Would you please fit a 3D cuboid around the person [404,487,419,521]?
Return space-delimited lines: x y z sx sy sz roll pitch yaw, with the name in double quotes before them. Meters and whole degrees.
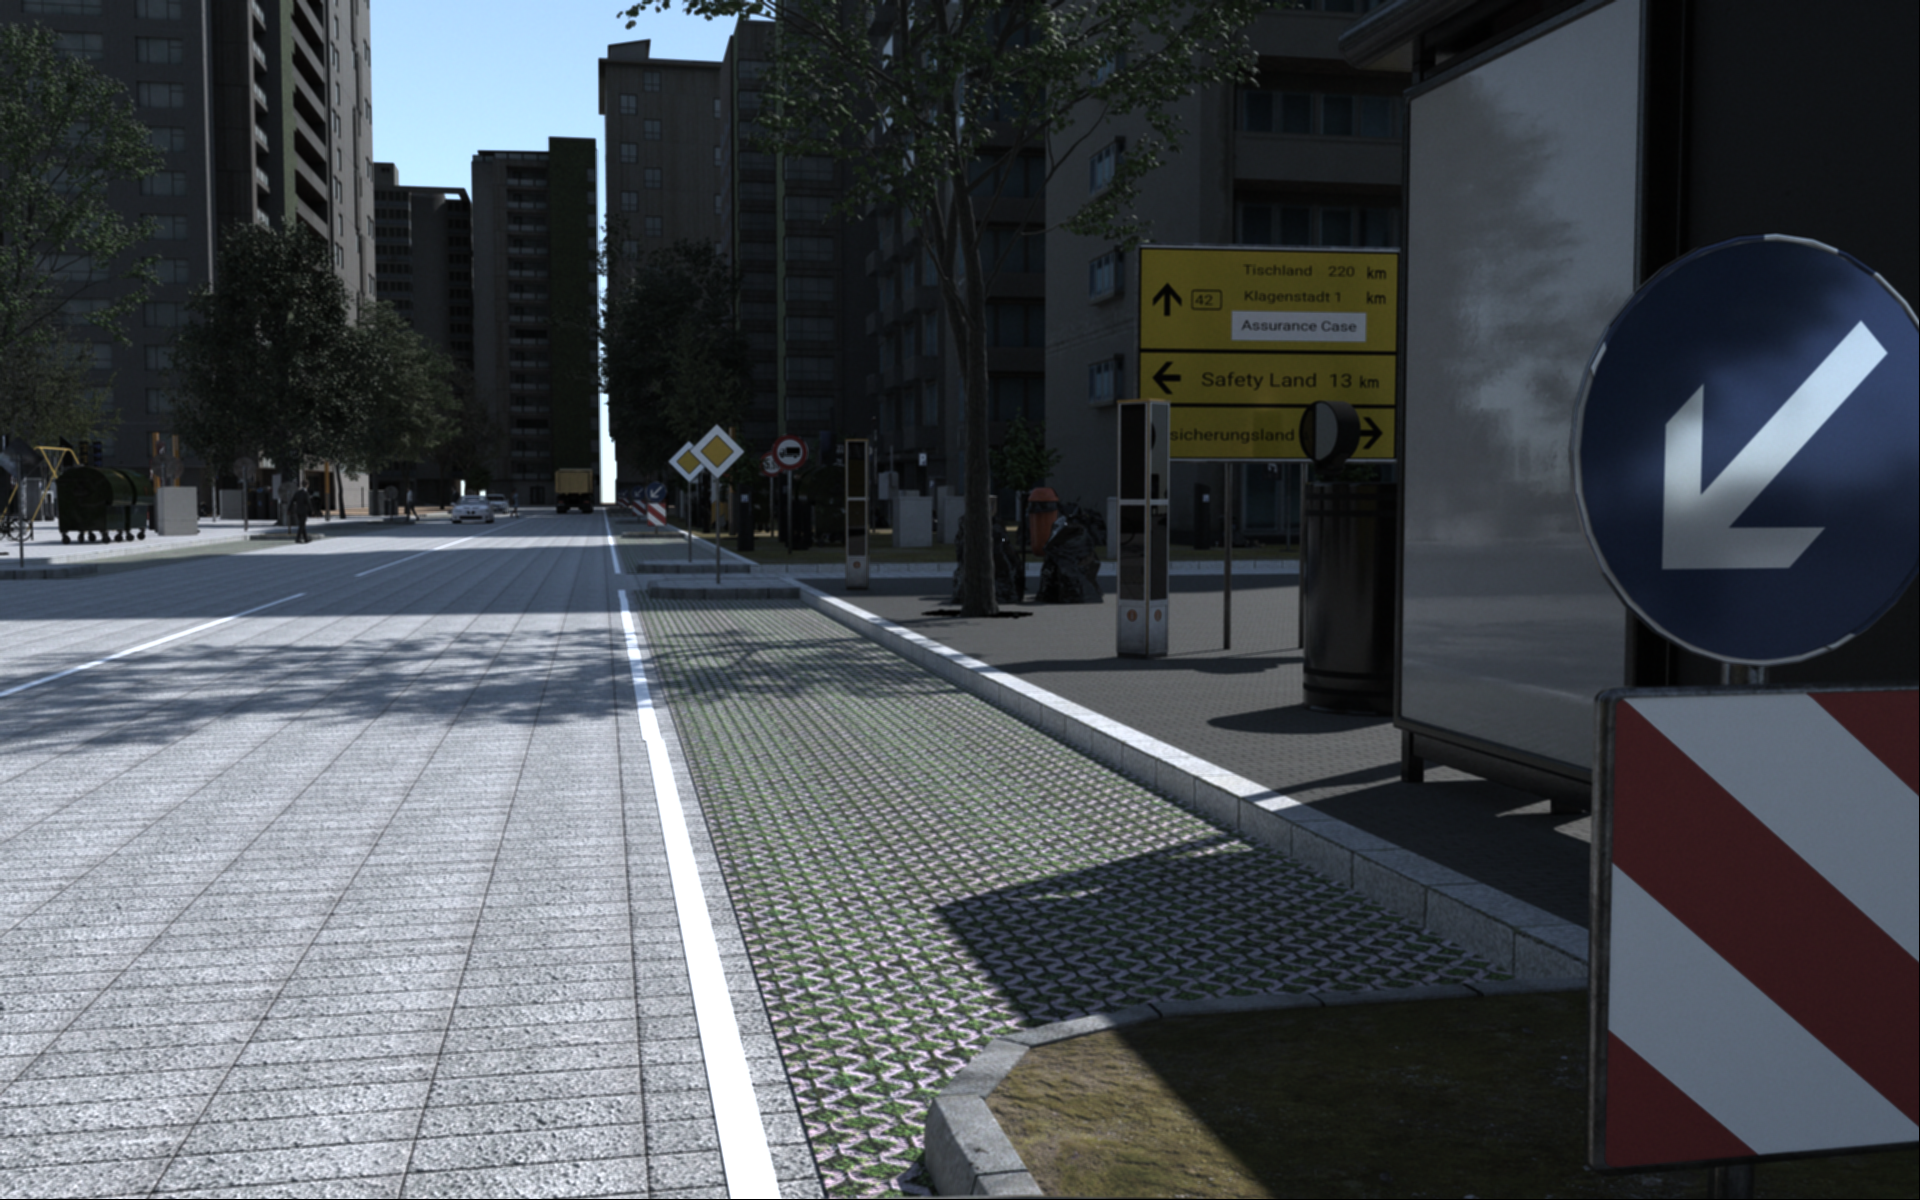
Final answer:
"person" -28.910 -5.058 91.297 0.850 1.850 0.679 1 4 16

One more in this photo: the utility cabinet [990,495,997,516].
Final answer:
"utility cabinet" 0.896 -3.221 63.818 1.020 1.237 0.306 -3 4 -39

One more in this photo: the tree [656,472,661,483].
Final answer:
"tree" -23.460 -8.648 135.989 1.663 3.219 1.824 0 3 0

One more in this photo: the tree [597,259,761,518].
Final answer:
"tree" -15.142 -11.442 93.731 9.857 13.997 8.962 0 3 0

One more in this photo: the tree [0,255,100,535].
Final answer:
"tree" -29.259 -6.344 54.086 4.360 8.622 3.978 0 3 0

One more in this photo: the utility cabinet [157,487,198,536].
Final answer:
"utility cabinet" -24.032 -2.722 53.176 0.318 1.500 1.173 2 4 30

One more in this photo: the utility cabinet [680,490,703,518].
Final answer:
"utility cabinet" -14.034 -5.003 90.473 1.173 1.500 0.318 -3 4 -38

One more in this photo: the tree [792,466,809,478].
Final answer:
"tree" -9.419 -6.650 103.323 1.663 3.219 1.824 0 3 0

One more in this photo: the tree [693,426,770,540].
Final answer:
"tree" -6.372 -3.336 49.151 1.663 3.219 1.824 0 3 0

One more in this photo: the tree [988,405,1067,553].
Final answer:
"tree" 1.232 -2.650 37.930 1.663 3.219 1.824 0 3 0

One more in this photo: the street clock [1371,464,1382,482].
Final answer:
"street clock" 9.996 -2.281 41.860 0.358 2.002 0.471 0 4 -6

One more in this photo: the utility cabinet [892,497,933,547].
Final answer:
"utility cabinet" -1.157 -1.885 41.979 1.020 1.237 0.306 -3 4 -38

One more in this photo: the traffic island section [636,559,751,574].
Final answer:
"traffic island section" -5.059 -0.631 32.603 2.009 0.180 2.903 -1 4 -12

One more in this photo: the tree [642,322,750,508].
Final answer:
"tree" -11.026 -7.509 73.133 4.737 8.622 4.395 0 3 0

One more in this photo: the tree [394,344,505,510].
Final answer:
"tree" -42.436 -14.152 141.750 12.009 13.543 11.850 0 3 0

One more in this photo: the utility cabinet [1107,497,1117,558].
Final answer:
"utility cabinet" 3.451 -1.431 34.556 1.020 1.237 0.306 1 4 13

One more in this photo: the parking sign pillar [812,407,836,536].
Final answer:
"parking sign pillar" -4.013 -3.946 52.989 1.447 3.967 1.447 0 4 -7

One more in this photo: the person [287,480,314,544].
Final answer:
"person" -19.032 -2.567 50.250 0.659 1.850 0.755 2 4 27

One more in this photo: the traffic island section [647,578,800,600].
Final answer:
"traffic island section" -3.437 -0.153 24.784 2.009 0.180 2.903 -1 4 -12

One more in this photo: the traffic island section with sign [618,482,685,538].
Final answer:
"traffic island section with sign" -10.093 -2.948 56.833 1.989 1.847 2.006 -1 4 -12

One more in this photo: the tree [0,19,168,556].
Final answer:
"tree" -20.618 -6.750 36.113 9.928 11.665 9.643 0 3 0

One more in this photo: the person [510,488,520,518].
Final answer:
"person" -26.697 -5.816 103.693 0.778 1.811 0.616 2 4 31

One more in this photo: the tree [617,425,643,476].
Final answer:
"tree" -27.962 -12.428 153.556 4.737 8.622 4.395 0 3 0

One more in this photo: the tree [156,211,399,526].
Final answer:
"tree" -27.735 -9.403 70.749 9.611 12.733 9.660 0 3 0

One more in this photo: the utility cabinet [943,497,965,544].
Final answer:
"utility cabinet" 0.081 -2.061 44.867 1.020 1.237 0.306 0 4 -4

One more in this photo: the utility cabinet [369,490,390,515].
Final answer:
"utility cabinet" -34.350 -5.738 102.493 1.173 1.500 0.318 0 4 -3

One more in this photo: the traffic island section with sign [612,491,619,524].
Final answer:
"traffic island section with sign" -15.560 -4.563 83.230 1.989 1.847 2.006 -1 4 -12

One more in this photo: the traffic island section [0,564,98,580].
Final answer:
"traffic island section" -16.410 -0.488 30.263 2.009 0.180 2.903 -1 4 -12

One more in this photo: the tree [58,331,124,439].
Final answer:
"tree" -40.783 -7.890 79.358 4.737 8.622 4.395 0 3 0

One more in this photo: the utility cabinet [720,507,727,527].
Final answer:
"utility cabinet" -8.746 -3.541 66.572 1.173 1.500 0.318 -2 4 -25

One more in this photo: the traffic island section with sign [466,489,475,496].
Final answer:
"traffic island section with sign" -36.932 -7.474 130.825 1.989 1.847 2.006 -1 4 -12

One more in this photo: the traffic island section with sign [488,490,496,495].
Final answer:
"traffic island section with sign" -42.481 -9.104 157.485 1.989 1.847 2.006 -1 4 -12

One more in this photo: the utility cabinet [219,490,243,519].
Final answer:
"utility cabinet" -36.801 -4.826 87.585 0.318 1.500 1.173 3 5 43

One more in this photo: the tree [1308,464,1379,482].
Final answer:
"tree" 8.805 -2.721 39.087 1.663 3.219 1.824 0 3 0

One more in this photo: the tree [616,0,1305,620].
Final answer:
"tree" 0.028 -5.635 17.882 9.928 11.665 9.643 0 3 0

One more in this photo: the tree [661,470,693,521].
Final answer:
"tree" -12.657 -5.310 81.414 1.663 3.219 1.824 0 3 0

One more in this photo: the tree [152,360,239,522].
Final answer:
"tree" -34.562 -7.896 79.460 4.360 8.622 3.978 0 3 0

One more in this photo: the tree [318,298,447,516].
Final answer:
"tree" -33.825 -11.160 100.592 7.486 12.596 7.792 0 3 0

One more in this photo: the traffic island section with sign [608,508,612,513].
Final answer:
"traffic island section with sign" -25.721 -7.561 132.247 1.989 1.847 2.006 -1 4 -12

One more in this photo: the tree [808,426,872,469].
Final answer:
"tree" -5.730 -6.089 83.271 4.285 4.588 4.351 0 3 0

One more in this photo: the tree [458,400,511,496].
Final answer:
"tree" -46.421 -13.928 162.127 8.767 10.594 7.601 -1 4 -18

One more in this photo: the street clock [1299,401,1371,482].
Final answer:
"street clock" 2.877 -0.548 13.531 0.358 2.002 0.471 -2 4 -28

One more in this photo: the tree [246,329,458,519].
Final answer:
"tree" -32.302 -9.506 89.835 7.601 10.594 8.767 3 4 38

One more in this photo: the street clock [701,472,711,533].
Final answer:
"street clock" -8.258 -3.169 56.378 0.358 2.002 0.471 0 4 -1

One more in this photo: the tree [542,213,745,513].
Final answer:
"tree" -21.380 -16.047 118.261 12.611 20.169 13.585 0 3 0

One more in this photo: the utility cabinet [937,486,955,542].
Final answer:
"utility cabinet" -0.390 -2.299 46.266 0.318 1.500 1.173 1 4 9

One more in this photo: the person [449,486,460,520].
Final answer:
"person" -26.997 -5.155 92.566 0.755 1.850 0.659 -2 4 -32

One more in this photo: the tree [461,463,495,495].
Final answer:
"tree" -49.127 -11.799 176.623 4.285 4.588 4.351 0 3 0
